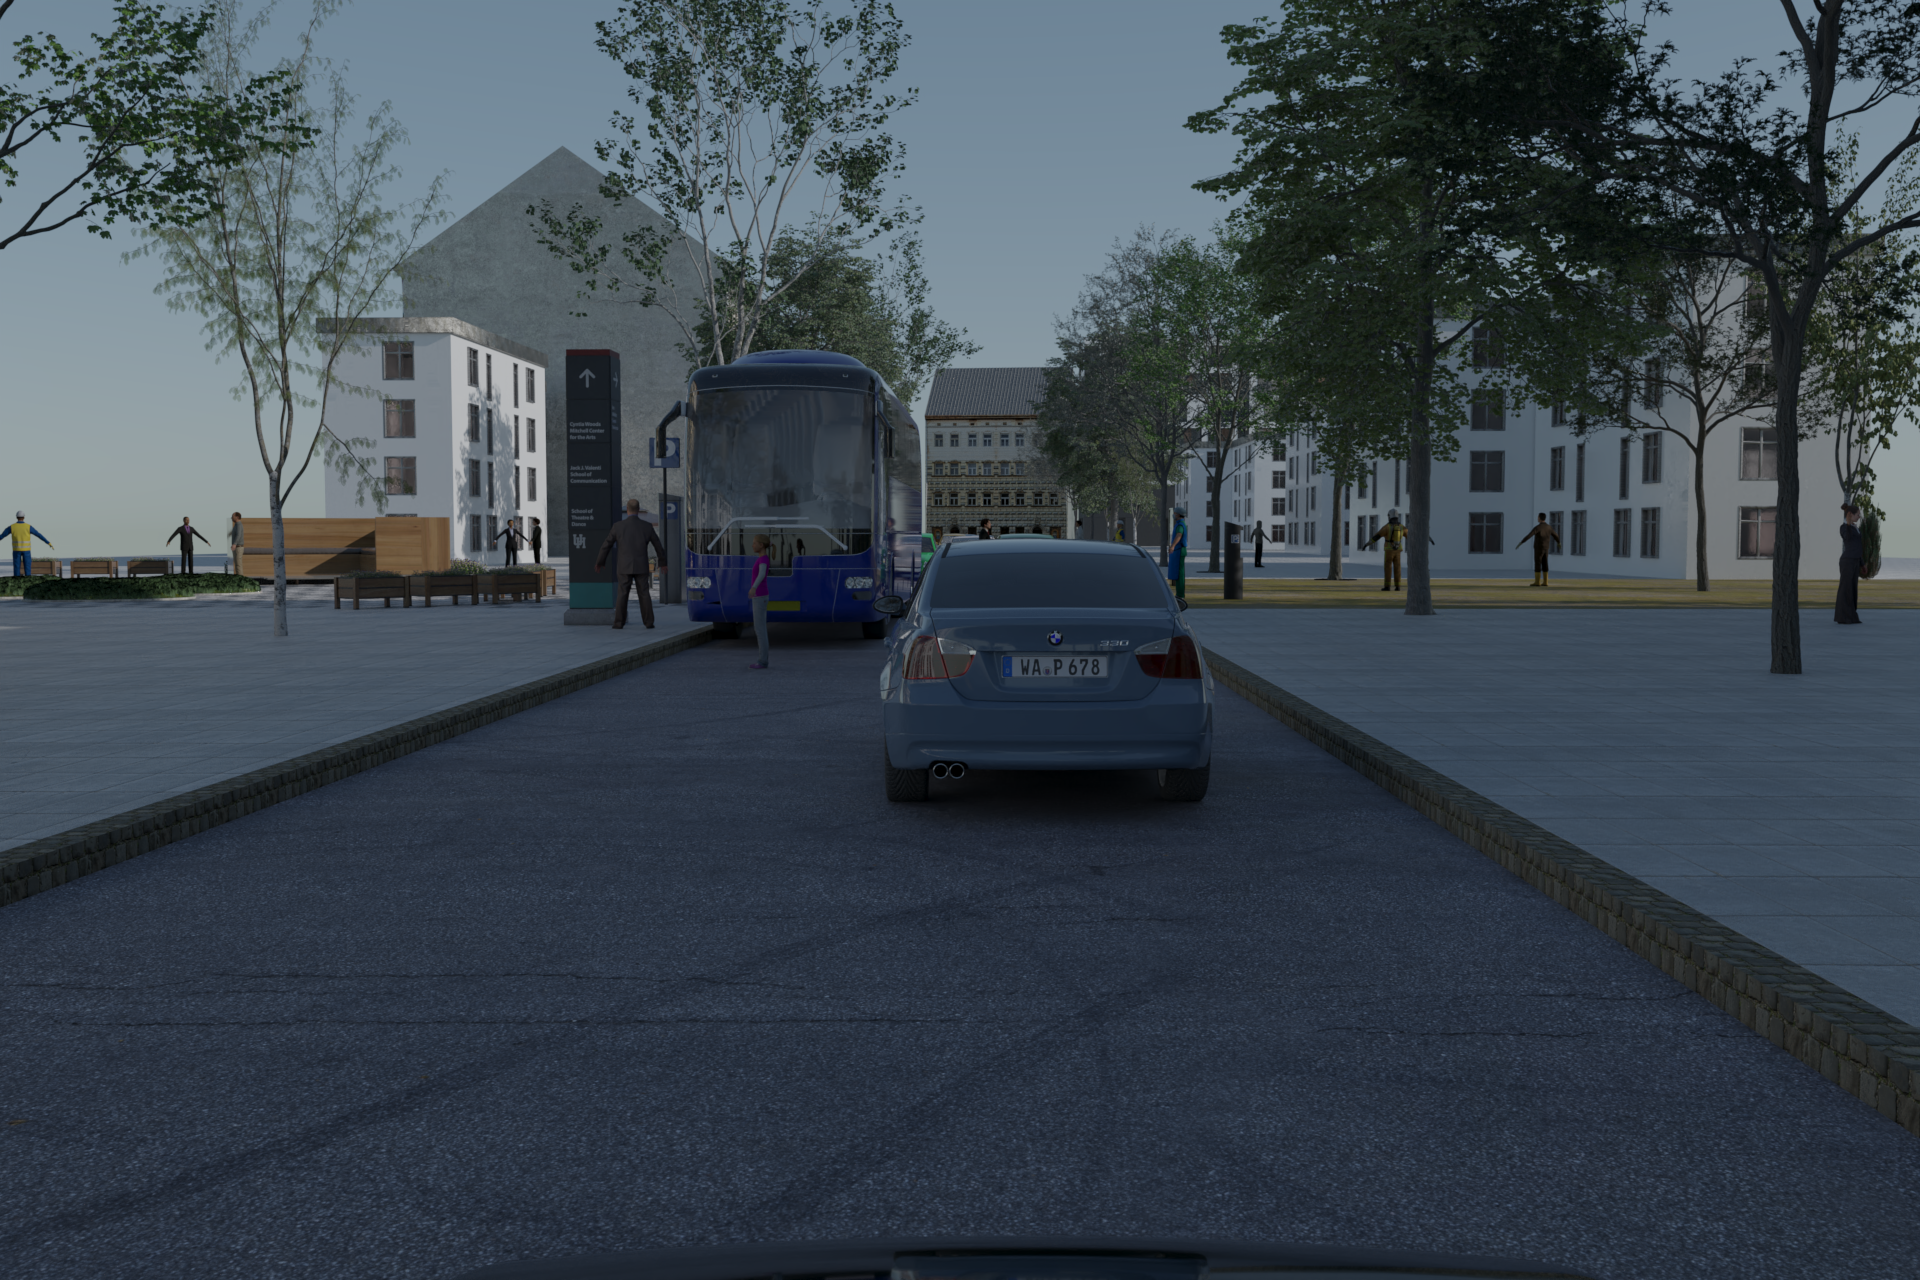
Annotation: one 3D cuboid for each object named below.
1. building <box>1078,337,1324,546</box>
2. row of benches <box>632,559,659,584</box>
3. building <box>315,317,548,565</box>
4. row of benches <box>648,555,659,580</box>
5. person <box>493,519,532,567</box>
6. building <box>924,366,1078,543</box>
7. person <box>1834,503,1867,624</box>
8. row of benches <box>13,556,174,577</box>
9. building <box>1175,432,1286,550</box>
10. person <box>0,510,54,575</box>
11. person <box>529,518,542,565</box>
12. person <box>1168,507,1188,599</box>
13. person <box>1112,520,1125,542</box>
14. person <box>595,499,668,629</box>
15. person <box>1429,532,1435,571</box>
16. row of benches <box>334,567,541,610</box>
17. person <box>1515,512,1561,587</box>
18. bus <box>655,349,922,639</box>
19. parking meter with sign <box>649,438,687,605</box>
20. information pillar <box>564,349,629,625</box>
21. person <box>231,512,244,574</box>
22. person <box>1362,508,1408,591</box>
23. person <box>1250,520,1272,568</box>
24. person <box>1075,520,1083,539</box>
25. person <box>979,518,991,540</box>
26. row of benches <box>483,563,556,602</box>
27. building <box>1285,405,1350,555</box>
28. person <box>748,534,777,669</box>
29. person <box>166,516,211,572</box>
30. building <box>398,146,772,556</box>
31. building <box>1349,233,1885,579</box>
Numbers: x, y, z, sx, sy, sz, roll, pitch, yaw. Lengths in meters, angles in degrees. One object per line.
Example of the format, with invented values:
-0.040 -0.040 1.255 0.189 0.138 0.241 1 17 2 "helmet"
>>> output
27.231 -21.521 195.845 27.936 21.610 32.646 0 4 1 "building"
-7.750 -1.759 44.218 4.104 0.672 1.422 -2 4 -32 "row of benches"
-23.802 -8.509 81.275 9.099 9.664 28.070 0 4 1 "building"
-8.275 -2.037 48.764 1.422 0.672 4.104 -1 4 -21 "row of benches"
-13.853 -2.864 53.547 1.216 1.740 0.721 -2 4 -30 "person"
5.798 -24.072 226.965 18.063 23.208 19.493 0 4 8 "building"
12.664 -1.082 24.530 0.445 1.727 0.742 1 4 16 "person"
-23.876 -1.966 47.602 4.104 0.672 1.422 -1 4 -11 "row of benches"
25.286 -13.126 156.755 9.099 9.664 28.070 0 4 1 "building"
-22.012 -2.120 40.627 1.349 1.833 0.705 -2 4 -25 "person"
-13.933 -3.102 56.908 0.705 1.806 1.347 0 4 -3 "person"
4.268 -1.703 33.963 0.704 1.817 1.347 1 4 13 "person"
5.600 -3.376 61.668 0.721 1.772 1.216 -1 4 -13 "person"
-4.457 -1.033 23.492 0.990 1.755 0.434 -1 4 -15 "person"
16.057 -3.308 59.862 0.705 1.856 1.354 0 4 -6 "person"
-9.338 -0.948 30.959 1.422 0.672 4.104 3 4 37 "row of benches"
14.232 -2.221 42.459 1.346 1.812 0.704 -1 4 -21 "person"
-2.106 -2.162 26.889 2.896 3.916 12.251 0 4 1 "bus"
-5.314 -2.198 32.205 0.543 3.016 1.738 0 4 2 "parking meter with sign"
-5.186 -2.154 24.598 0.750 3.857 0.750 0 4 2 "information pillar"
-16.771 -2.072 40.147 0.705 1.796 1.348 -1 4 -22 "person"
9.727 -2.031 38.972 1.354 1.858 0.705 -1 4 -9 "person"
11.494 -3.690 66.456 0.705 1.813 1.348 -2 4 -25 "person"
4.511 -3.668 66.164 0.705 1.806 1.347 0 4 4 "person"
0.640 -2.012 41.533 0.705 1.806 1.347 0 4 7 "person"
-8.803 -1.186 34.862 1.422 0.672 4.104 0 4 -2 "row of benches"
26.748 -10.070 106.794 9.099 9.664 28.070 0 4 1 "building"
-2.183 -0.411 18.443 0.599 1.433 0.991 0 4 -5 "person"
-22.888 -2.758 51.310 0.704 1.802 1.346 3 4 39 "person"
-22.436 -16.924 107.635 19.493 23.208 18.063 0 4 0 "building"
21.438 -7.366 62.584 9.099 9.664 28.070 0 4 1 "building"
